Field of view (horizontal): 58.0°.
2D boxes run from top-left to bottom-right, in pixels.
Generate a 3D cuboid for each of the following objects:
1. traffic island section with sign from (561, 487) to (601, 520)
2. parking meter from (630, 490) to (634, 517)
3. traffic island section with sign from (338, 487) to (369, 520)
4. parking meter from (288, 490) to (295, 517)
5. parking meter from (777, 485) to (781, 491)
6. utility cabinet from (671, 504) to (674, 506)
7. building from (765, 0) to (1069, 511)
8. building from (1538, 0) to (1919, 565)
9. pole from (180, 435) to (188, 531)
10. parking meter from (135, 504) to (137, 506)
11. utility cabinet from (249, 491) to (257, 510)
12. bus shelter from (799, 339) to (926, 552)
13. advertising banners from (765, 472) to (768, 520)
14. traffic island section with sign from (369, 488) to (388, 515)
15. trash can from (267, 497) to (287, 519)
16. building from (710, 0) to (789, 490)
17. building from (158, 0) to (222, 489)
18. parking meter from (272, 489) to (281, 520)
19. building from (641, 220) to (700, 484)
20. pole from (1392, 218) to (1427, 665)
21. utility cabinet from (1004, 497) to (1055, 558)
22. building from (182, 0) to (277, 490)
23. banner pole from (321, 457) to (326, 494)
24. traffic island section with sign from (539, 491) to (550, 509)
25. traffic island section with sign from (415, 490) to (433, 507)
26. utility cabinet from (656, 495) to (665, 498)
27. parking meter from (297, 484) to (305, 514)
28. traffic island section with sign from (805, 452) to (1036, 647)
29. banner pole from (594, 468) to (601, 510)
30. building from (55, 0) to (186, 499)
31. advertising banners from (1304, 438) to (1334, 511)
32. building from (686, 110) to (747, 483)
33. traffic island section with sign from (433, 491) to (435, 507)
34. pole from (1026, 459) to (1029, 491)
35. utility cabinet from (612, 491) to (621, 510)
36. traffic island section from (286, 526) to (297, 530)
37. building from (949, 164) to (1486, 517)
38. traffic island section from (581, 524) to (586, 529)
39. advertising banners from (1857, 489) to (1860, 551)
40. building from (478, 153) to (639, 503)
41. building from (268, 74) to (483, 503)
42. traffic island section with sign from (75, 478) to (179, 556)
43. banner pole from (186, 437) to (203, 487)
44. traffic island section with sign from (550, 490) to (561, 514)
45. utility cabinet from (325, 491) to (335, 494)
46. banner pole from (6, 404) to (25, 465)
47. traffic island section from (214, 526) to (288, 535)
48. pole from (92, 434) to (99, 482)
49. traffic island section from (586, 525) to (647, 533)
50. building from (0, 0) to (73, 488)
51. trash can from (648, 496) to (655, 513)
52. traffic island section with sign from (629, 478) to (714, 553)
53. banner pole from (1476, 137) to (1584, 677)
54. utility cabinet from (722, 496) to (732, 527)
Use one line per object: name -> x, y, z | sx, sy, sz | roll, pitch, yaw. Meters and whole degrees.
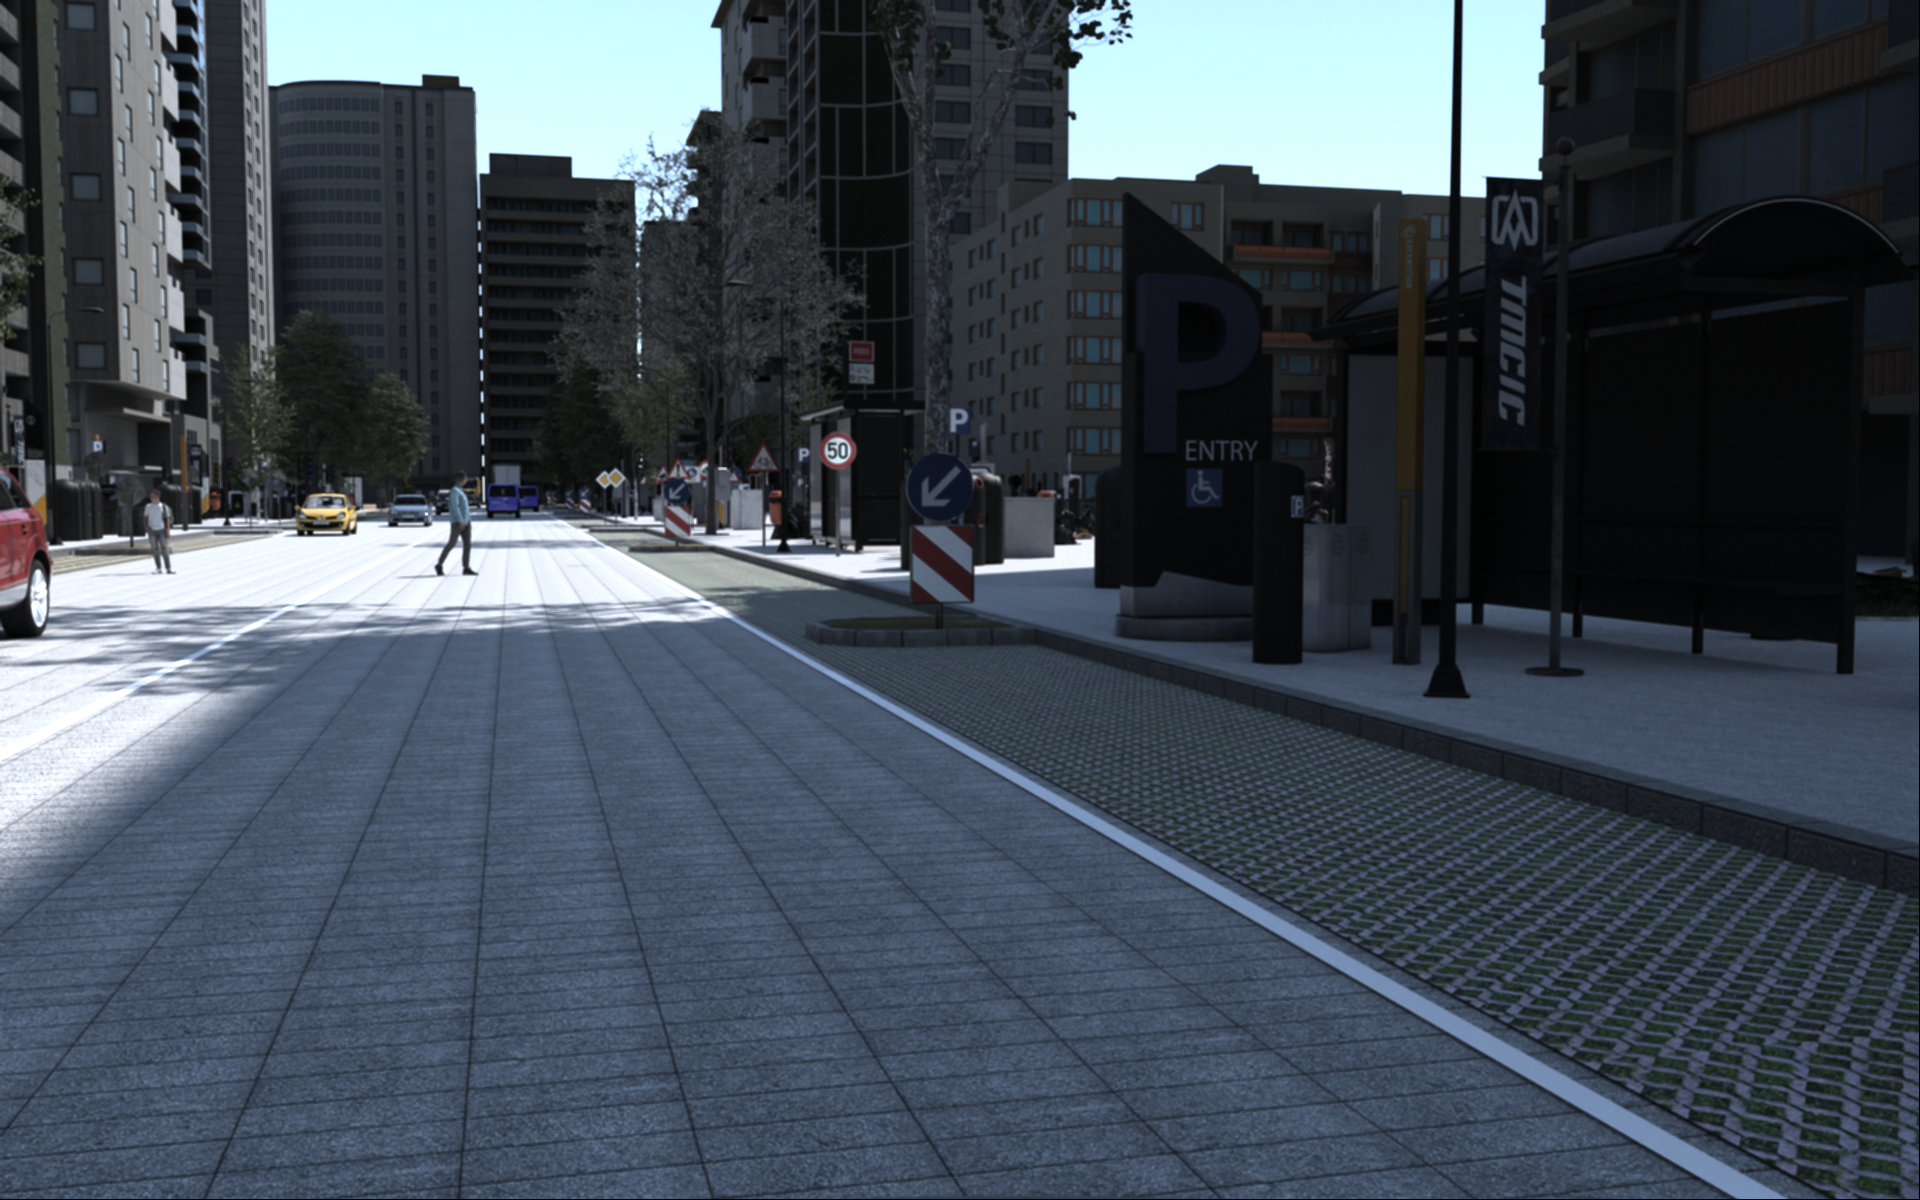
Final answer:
traffic island section with sign -> -21.287, -5.445, 97.647 | 1.989, 1.847, 2.006 | -1, 4, -14
parking meter -> -18.510, -5.482, 98.040 | 0.372, 1.533, 0.369 | 0, 3, 0
traffic island section with sign -> -33.410, -5.228, 94.112 | 1.989, 1.847, 2.006 | -1, 4, -14
parking meter -> -37.749, -5.468, 97.819 | 0.372, 1.533, 0.369 | 0, 3, 0
parking meter -> -11.841, -6.617, 113.903 | 0.399, 1.863, 0.255 | 2, 4, 32
utility cabinet -> -15.081, -5.049, 91.226 | 0.318, 1.500, 1.173 | 0, 4, -5
building -> -4.234, -42.774, 137.613 | 20.563, 71.187, 20.611 | -1, 4, -14
building -> 25.449, -23.351, 36.412 | 22.147, 44.769, 28.867 | -1, 4, -14
pole -> -27.015, -4.065, 60.308 | 0.158, 3.312, 0.155 | 0, 3, 0
parking meter -> -29.368, -3.238, 61.344 | 0.372, 1.533, 0.369 | 0, 3, 0
utility cabinet -> -47.722, -6.591, 116.439 | 1.173, 1.500, 0.318 | 1, 4, 21
bus shelter -> -2.627, -3.982, 42.735 | 2.179, 5.291, 8.768 | -1, 4, -14
advertising banners -> -9.739, -5.504, 86.172 | 0.090, 3.025, 2.074 | 0, 4, 5
traffic island section with sign -> -40.217, -6.841, 120.474 | 1.989, 1.847, 2.006 | -1, 4, -14
trash can -> -34.387, -4.642, 87.551 | 0.748, 1.137, 0.748 | 0, 3, 0
building -> -8.603, -35.626, 171.721 | 28.713, 52.752, 27.495 | -1, 4, -14
building -> -76.882, -51.147, 148.920 | 22.319, 86.520, 31.000 | -1, 4, -14
parking meter -> -34.056, -4.763, 86.288 | 0.372, 1.533, 0.369 | 0, 3, 0
building -> -38.928, -34.775, 252.168 | 14.086, 41.232, 14.154 | -1, 4, -14
pole -> 3.371, -1.170, 12.976 | 0.158, 3.312, 0.155 | 0, 3, 0
utility cabinet -> 1.387, -1.459, 35.019 | 1.020, 1.237, 0.306 | 0, 4, -4
building -> -85.732, -45.679, 185.095 | 20.611, 71.187, 20.563 | -1, 4, -14
banner pole -> -43.031, -7.775, 117.133 | 0.401, 3.779, 0.863 | 0, 4, 0
traffic island section with sign -> -40.419, -9.975, 171.711 | 1.989, 1.847, 2.006 | -1, 4, -14
traffic island section with sign -> -52.808, -9.822, 169.218 | 1.989, 1.847, 2.006 | -1, 4, -14
utility cabinet -> -17.730, -5.670, 103.862 | 1.020, 1.237, 0.306 | -1, 4, -15
parking meter -> -36.511, -5.528, 96.087 | 0.255, 1.863, 0.399 | 3, 4, 38
traffic island section with sign -> -0.475, -0.516, 17.066 | 1.989, 1.847, 2.006 | -1, 4, -14
banner pole -> -29.609, -9.309, 142.211 | 0.863, 3.779, 0.401 | 0, 4, -6
building -> -70.879, -32.514, 120.848 | 28.713, 52.752, 27.495 | -1, 4, -14
advertising banners -> 11.665, -3.719, 56.988 | 0.090, 3.025, 2.074 | -1, 4, -23
building -> -19.533, -33.246, 198.200 | 22.147, 44.769, 28.867 | -1, 4, -14
traffic island section with sign -> -59.615, -11.436, 195.606 | 1.989, 1.847, 2.006 | -1, 4, -14
pole -> 3.873, -6.480, 99.790 | 0.158, 3.312, 0.155 | 0, 3, 0
utility cabinet -> -23.592, -6.836, 120.449 | 1.173, 1.500, 0.318 | -3, 4, -36
traffic island section -> -27.493, -2.916, 69.959 | 2.009, 0.180, 2.903 | -1, 4, -14
building -> 16.674, -16.316, 111.807 | 28.899, 21.520, 27.650 | -1, 4, -14
traffic island section -> -14.960, -3.113, 73.179 | 2.009, 0.180, 2.903 | -1, 4, -14
advertising banners -> 12.393, -1.809, 25.768 | 0.090, 3.025, 2.074 | -2, 4, -30
building -> -58.103, -38.333, 250.444 | 21.600, 48.544, 21.300 | -1, 4, -14
building -> -82.324, -42.956, 244.333 | 28.212, 58.520, 21.231 | -1, 4, -14
traffic island section with sign -> -19.715, -1.986, 41.107 | 1.989, 1.847, 2.006 | -1, 4, -14
banner pole -> -33.937, -5.296, 76.614 | 0.863, 3.779, 0.401 | -2, 4, -33
traffic island section with sign -> -28.161, -7.073, 124.278 | 1.989, 1.847, 2.006 | -1, 4, -14
utility cabinet -> -51.107, -8.036, 140.067 | 1.173, 1.500, 0.318 | -3, 5, -43
banner pole -> -26.265, -3.562, 48.259 | 0.401, 3.779, 0.863 | 1, 4, 19
traffic island section -> -25.496, -2.443, 62.227 | 2.009, 0.180, 2.903 | -1, 4, -14
pole -> -29.485, -3.996, 59.180 | 0.158, 3.312, 0.155 | 0, 3, 0
traffic island section -> -12.963, -2.640, 65.446 | 2.009, 0.180, 2.903 | -1, 4, -14
building -> -55.645, -19.439, 89.523 | 14.160, 30.474, 14.107 | -1, 4, -14
trash can -> -20.351, -6.315, 114.896 | 0.748, 1.137, 0.748 | 0, 3, 0
traffic island section with sign -> -7.226, -2.112, 43.165 | 1.989, 1.847, 2.006 | -1, 4, -14
banner pole -> 4.019, -1.356, 12.180 | 0.863, 3.779, 0.401 | -1, 4, -16
utility cabinet -> -9.772, -3.908, 75.065 | 1.020, 1.237, 0.306 | 0, 4, -7
